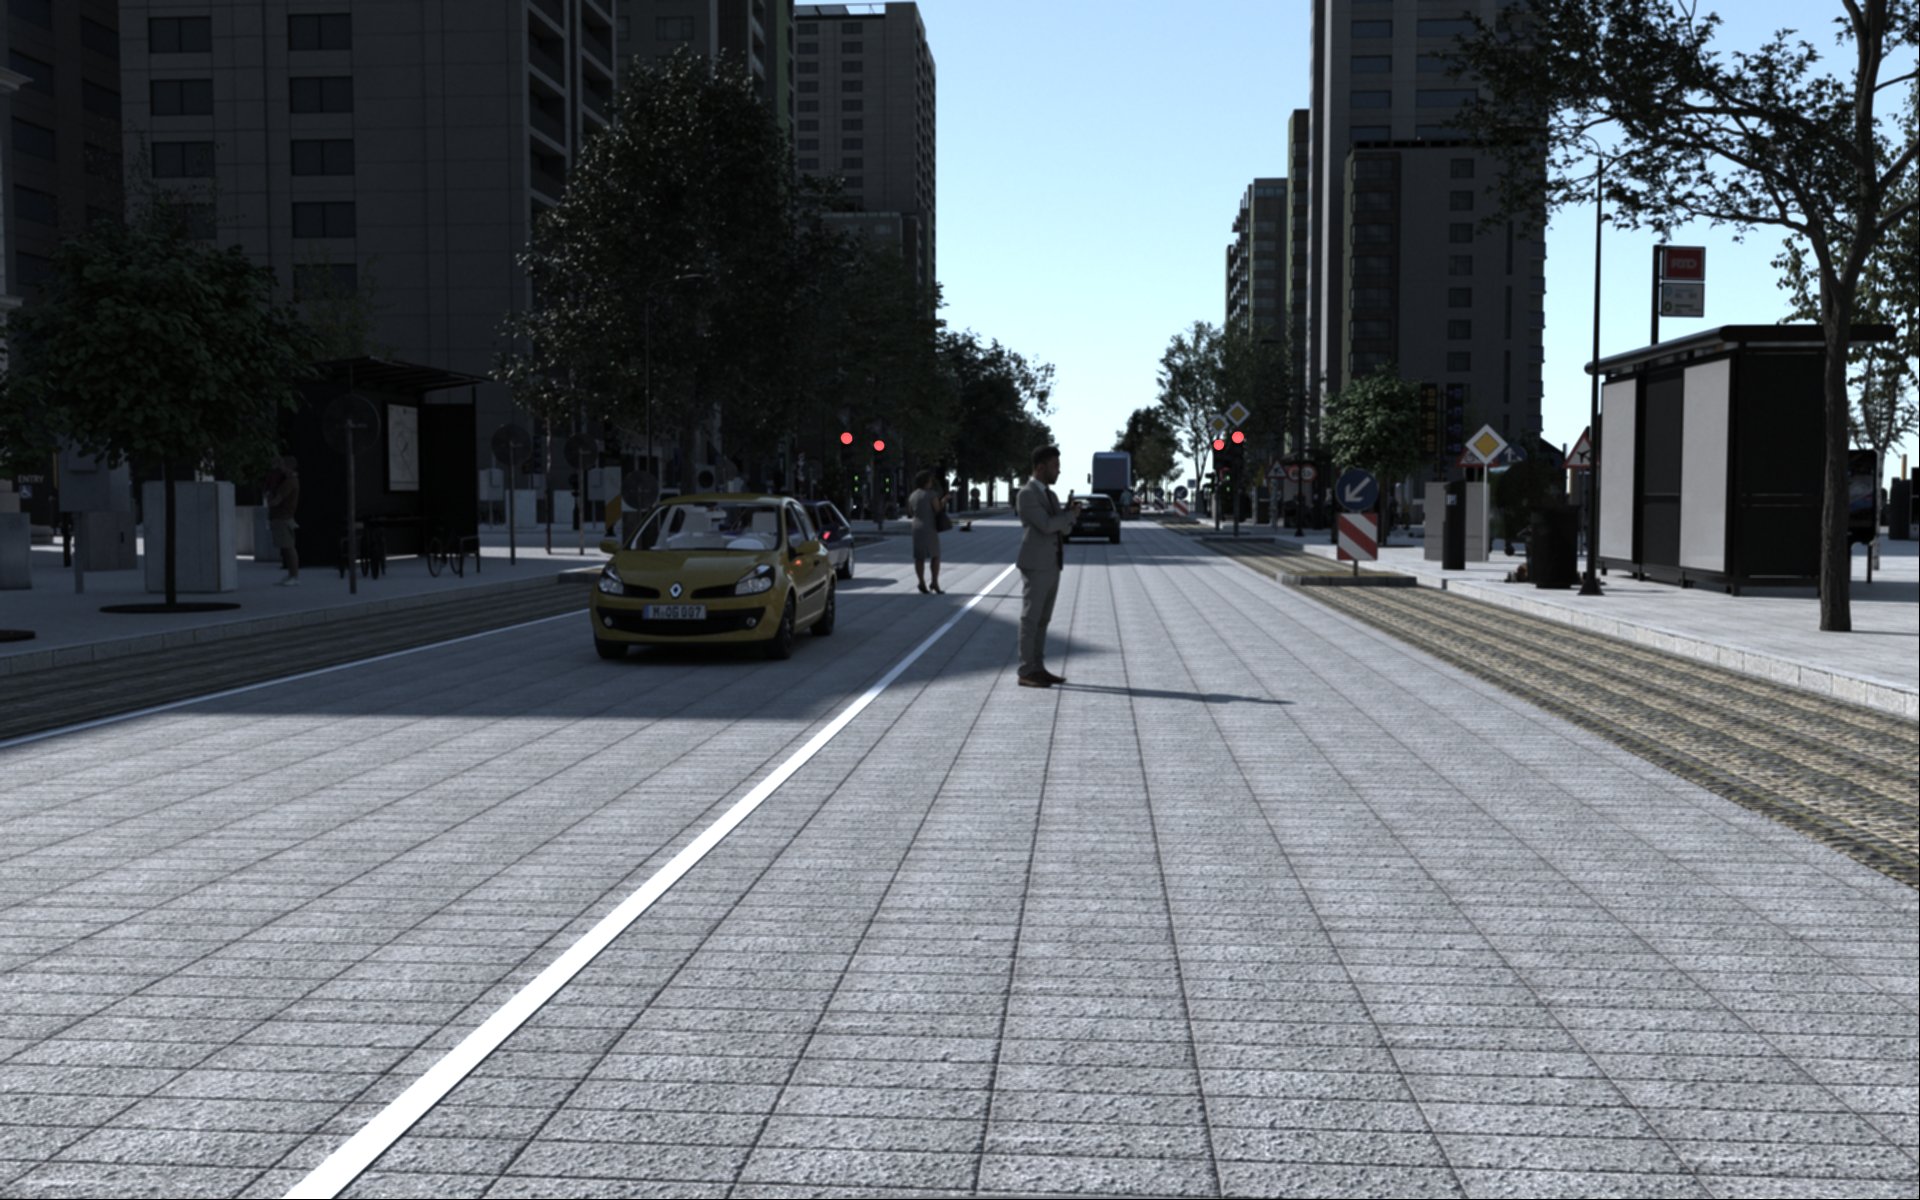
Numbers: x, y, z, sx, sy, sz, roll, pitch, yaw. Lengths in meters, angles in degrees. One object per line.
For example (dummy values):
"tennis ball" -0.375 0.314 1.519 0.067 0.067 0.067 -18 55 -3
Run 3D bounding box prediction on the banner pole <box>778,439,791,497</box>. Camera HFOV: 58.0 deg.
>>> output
"banner pole" -7.344 -5.035 72.341 0.863 3.779 0.401 0 4 3

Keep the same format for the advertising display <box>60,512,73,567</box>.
"advertising display" -15.870 -1.563 30.766 0.123 1.923 0.974 -1 4 -22

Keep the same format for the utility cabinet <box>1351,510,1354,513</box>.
"utility cabinet" 16.231 -3.734 72.220 1.020 1.237 0.306 -3 4 -37

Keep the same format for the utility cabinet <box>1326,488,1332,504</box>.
"utility cabinet" 14.835 -3.682 68.887 0.318 1.500 1.173 0 4 1

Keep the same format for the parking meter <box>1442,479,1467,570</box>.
"parking meter" 8.370 -1.279 29.322 0.372 1.533 0.369 0 3 0

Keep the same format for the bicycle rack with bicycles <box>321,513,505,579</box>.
"bicycle rack with bicycles" -8.747 -0.841 27.126 2.852 0.926 2.925 0 4 -6

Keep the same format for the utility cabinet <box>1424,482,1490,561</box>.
"utility cabinet" 9.464 -1.486 32.970 1.173 1.500 0.318 3 5 41

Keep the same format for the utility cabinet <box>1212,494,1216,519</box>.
"utility cabinet" 13.406 -4.913 89.007 0.318 1.500 1.173 -2 4 -25

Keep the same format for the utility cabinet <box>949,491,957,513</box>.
"utility cabinet" -0.477 -6.493 114.835 0.318 1.500 1.173 -1 4 -12

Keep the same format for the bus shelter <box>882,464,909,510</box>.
"bus shelter" -4.659 -7.383 114.629 2.014 3.302 5.546 0 4 4

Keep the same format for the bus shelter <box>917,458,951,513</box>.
"bus shelter" -1.707 -7.638 116.160 1.731 3.624 6.357 0 4 4

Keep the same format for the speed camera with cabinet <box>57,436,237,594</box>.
"speed camera with cabinet" -10.525 -1.719 22.435 2.038 3.252 0.660 0 4 -1

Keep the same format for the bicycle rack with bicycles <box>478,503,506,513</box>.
"bicycle rack with bicycles" -19.332 -3.508 70.739 2.852 0.926 2.925 -3 5 -41

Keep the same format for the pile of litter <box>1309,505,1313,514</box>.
"pile of litter" 14.496 -3.466 70.632 1.719 0.858 1.176 0 4 2

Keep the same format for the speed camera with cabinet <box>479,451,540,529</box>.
"speed camera with cabinet" -16.607 -4.237 63.618 0.660 3.252 2.038 3 5 43

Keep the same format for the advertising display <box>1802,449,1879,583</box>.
"advertising display" 12.773 -1.221 25.170 0.974 1.923 0.123 3 4 36

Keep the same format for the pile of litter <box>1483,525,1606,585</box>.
"pile of litter" 8.486 -0.680 25.079 1.176 0.858 1.719 -2 4 -27

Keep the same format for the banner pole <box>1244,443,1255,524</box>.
"banner pole" 12.594 -5.205 75.125 0.863 3.779 0.401 -3 4 -36

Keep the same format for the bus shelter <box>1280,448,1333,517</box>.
"bus shelter" 15.619 -5.159 78.280 2.014 3.302 5.546 0 4 4

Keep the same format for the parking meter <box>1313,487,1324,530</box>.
"parking meter" 12.876 -3.294 62.265 0.372 1.533 0.369 0 3 0

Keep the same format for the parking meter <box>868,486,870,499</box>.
"parking meter" -6.631 -7.216 123.695 0.399 1.863 0.255 0 4 -4

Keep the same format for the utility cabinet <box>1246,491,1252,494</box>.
"utility cabinet" 20.795 -7.115 125.011 0.318 1.500 1.173 0 4 -6

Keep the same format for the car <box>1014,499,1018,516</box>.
"car" 4.515 -6.410 113.603 1.959 1.807 4.718 0 4 3

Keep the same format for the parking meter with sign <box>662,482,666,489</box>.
"parking meter with sign" -19.270 -7.149 113.155 1.738 3.016 0.543 -1 4 -13

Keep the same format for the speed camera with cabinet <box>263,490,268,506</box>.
"speed camera with cabinet" -20.806 -3.678 54.470 2.038 3.252 0.660 0 4 -1

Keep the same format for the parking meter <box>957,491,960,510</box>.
"parking meter" -0.042 -7.808 136.078 0.372 1.533 0.369 0 3 0

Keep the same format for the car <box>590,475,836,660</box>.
"car" -2.229 -0.369 16.253 2.015 1.641 3.980 0 4 4

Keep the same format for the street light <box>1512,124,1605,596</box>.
"street light" 7.480 -3.018 21.888 1.470 5.913 1.316 0 4 4

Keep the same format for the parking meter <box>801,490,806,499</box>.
"parking meter" -10.176 -6.369 112.548 0.372 1.533 0.369 0 3 0

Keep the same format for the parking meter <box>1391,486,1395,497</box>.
"parking meter" 31.102 -7.258 124.382 0.255 1.863 0.399 2 4 33

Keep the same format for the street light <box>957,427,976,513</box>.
"street light" 0.430 -9.019 119.995 1.470 5.913 1.316 0 4 4

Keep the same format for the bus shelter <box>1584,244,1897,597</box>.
"bus shelter" 10.792 -2.938 25.674 2.179 5.291 8.768 0 4 4

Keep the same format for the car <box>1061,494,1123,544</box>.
"car" 3.829 -2.529 51.128 2.009 1.686 4.222 0 4 3

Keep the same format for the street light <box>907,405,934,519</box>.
"street light" -2.072 -7.205 90.341 1.470 5.913 1.316 0 4 4

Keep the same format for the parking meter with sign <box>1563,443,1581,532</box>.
"parking meter with sign" 21.491 -3.842 59.075 1.738 3.016 0.543 2 4 28

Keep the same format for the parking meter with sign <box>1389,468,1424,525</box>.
"parking meter with sign" 18.478 -4.627 71.916 1.738 3.016 0.543 -2 4 -30

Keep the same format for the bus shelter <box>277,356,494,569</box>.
"bus shelter" -10.644 -2.528 32.613 1.731 3.624 6.357 0 4 4

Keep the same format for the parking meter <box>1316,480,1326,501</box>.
"parking meter" 15.020 -4.064 72.165 0.399 1.863 0.255 0 4 5

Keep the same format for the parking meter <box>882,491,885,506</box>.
"parking meter" -4.008 -4.877 88.143 0.372 1.533 0.369 0 3 0

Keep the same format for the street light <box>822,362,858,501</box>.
"street light" -4.294 -5.421 61.175 1.470 5.913 1.316 0 4 4

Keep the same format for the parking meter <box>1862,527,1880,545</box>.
"parking meter" 23.084 -2.334 43.879 0.399 1.863 0.255 -1 4 -22

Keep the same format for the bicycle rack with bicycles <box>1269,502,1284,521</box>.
"bicycle rack with bicycles" 15.643 -4.308 83.810 2.852 0.926 2.925 -1 4 -23

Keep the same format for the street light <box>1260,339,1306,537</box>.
"street light" 9.690 -4.862 52.037 1.470 5.913 1.316 0 4 4

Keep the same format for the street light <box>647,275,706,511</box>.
"street light" -6.085 -3.934 36.870 1.470 5.913 1.316 0 4 4

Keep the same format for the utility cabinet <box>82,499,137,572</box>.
"utility cabinet" -14.305 -1.093 29.038 0.306 1.237 1.020 1 4 20

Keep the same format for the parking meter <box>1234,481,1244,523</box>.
"parking meter" 12.480 -4.395 77.571 0.399 1.863 0.255 0 4 -8

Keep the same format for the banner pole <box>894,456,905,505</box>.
"banner pole" -3.725 -7.004 104.532 0.863 3.779 0.401 0 4 -4

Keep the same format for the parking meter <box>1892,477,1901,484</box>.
"parking meter" 32.548 -3.337 60.265 0.255 1.863 0.399 2 4 25

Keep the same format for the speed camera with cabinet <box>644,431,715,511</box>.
"speed camera with cabinet" -8.449 -3.562 52.571 2.038 3.252 0.660 -3 4 -37

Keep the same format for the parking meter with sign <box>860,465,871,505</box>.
"parking meter with sign" -5.866 -6.699 105.794 0.543 3.016 1.738 -1 4 -17

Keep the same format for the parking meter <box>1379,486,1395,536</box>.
"parking meter" 12.881 -2.705 52.642 0.372 1.533 0.369 0 3 0

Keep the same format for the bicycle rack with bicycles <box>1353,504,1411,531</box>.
"bicycle rack with bicycles" 14.745 -2.923 61.176 2.925 0.926 2.852 -2 4 -26

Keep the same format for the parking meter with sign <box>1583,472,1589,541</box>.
"parking meter with sign" 17.691 -3.065 46.368 1.738 3.016 0.543 1 4 18

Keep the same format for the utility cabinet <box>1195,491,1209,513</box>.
"utility cabinet" 16.113 -6.466 114.395 1.173 1.500 0.318 2 4 24

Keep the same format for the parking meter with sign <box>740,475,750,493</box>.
"parking meter with sign" -8.523 -4.515 70.079 1.738 3.016 0.543 -2 4 -29

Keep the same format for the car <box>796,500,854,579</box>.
"car" -2.818 -0.943 27.994 1.945 1.354 3.894 0 4 6

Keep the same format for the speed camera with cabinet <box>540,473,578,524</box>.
"speed camera with cabinet" -17.697 -4.959 75.422 2.038 3.252 0.660 0 4 -3

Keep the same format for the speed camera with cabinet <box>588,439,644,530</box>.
"speed camera with cabinet" -12.436 -4.188 62.807 2.038 3.252 0.660 1 4 13

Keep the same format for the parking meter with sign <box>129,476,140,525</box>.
"parking meter with sign" -34.838 -4.642 72.156 1.738 3.016 0.543 2 4 33
